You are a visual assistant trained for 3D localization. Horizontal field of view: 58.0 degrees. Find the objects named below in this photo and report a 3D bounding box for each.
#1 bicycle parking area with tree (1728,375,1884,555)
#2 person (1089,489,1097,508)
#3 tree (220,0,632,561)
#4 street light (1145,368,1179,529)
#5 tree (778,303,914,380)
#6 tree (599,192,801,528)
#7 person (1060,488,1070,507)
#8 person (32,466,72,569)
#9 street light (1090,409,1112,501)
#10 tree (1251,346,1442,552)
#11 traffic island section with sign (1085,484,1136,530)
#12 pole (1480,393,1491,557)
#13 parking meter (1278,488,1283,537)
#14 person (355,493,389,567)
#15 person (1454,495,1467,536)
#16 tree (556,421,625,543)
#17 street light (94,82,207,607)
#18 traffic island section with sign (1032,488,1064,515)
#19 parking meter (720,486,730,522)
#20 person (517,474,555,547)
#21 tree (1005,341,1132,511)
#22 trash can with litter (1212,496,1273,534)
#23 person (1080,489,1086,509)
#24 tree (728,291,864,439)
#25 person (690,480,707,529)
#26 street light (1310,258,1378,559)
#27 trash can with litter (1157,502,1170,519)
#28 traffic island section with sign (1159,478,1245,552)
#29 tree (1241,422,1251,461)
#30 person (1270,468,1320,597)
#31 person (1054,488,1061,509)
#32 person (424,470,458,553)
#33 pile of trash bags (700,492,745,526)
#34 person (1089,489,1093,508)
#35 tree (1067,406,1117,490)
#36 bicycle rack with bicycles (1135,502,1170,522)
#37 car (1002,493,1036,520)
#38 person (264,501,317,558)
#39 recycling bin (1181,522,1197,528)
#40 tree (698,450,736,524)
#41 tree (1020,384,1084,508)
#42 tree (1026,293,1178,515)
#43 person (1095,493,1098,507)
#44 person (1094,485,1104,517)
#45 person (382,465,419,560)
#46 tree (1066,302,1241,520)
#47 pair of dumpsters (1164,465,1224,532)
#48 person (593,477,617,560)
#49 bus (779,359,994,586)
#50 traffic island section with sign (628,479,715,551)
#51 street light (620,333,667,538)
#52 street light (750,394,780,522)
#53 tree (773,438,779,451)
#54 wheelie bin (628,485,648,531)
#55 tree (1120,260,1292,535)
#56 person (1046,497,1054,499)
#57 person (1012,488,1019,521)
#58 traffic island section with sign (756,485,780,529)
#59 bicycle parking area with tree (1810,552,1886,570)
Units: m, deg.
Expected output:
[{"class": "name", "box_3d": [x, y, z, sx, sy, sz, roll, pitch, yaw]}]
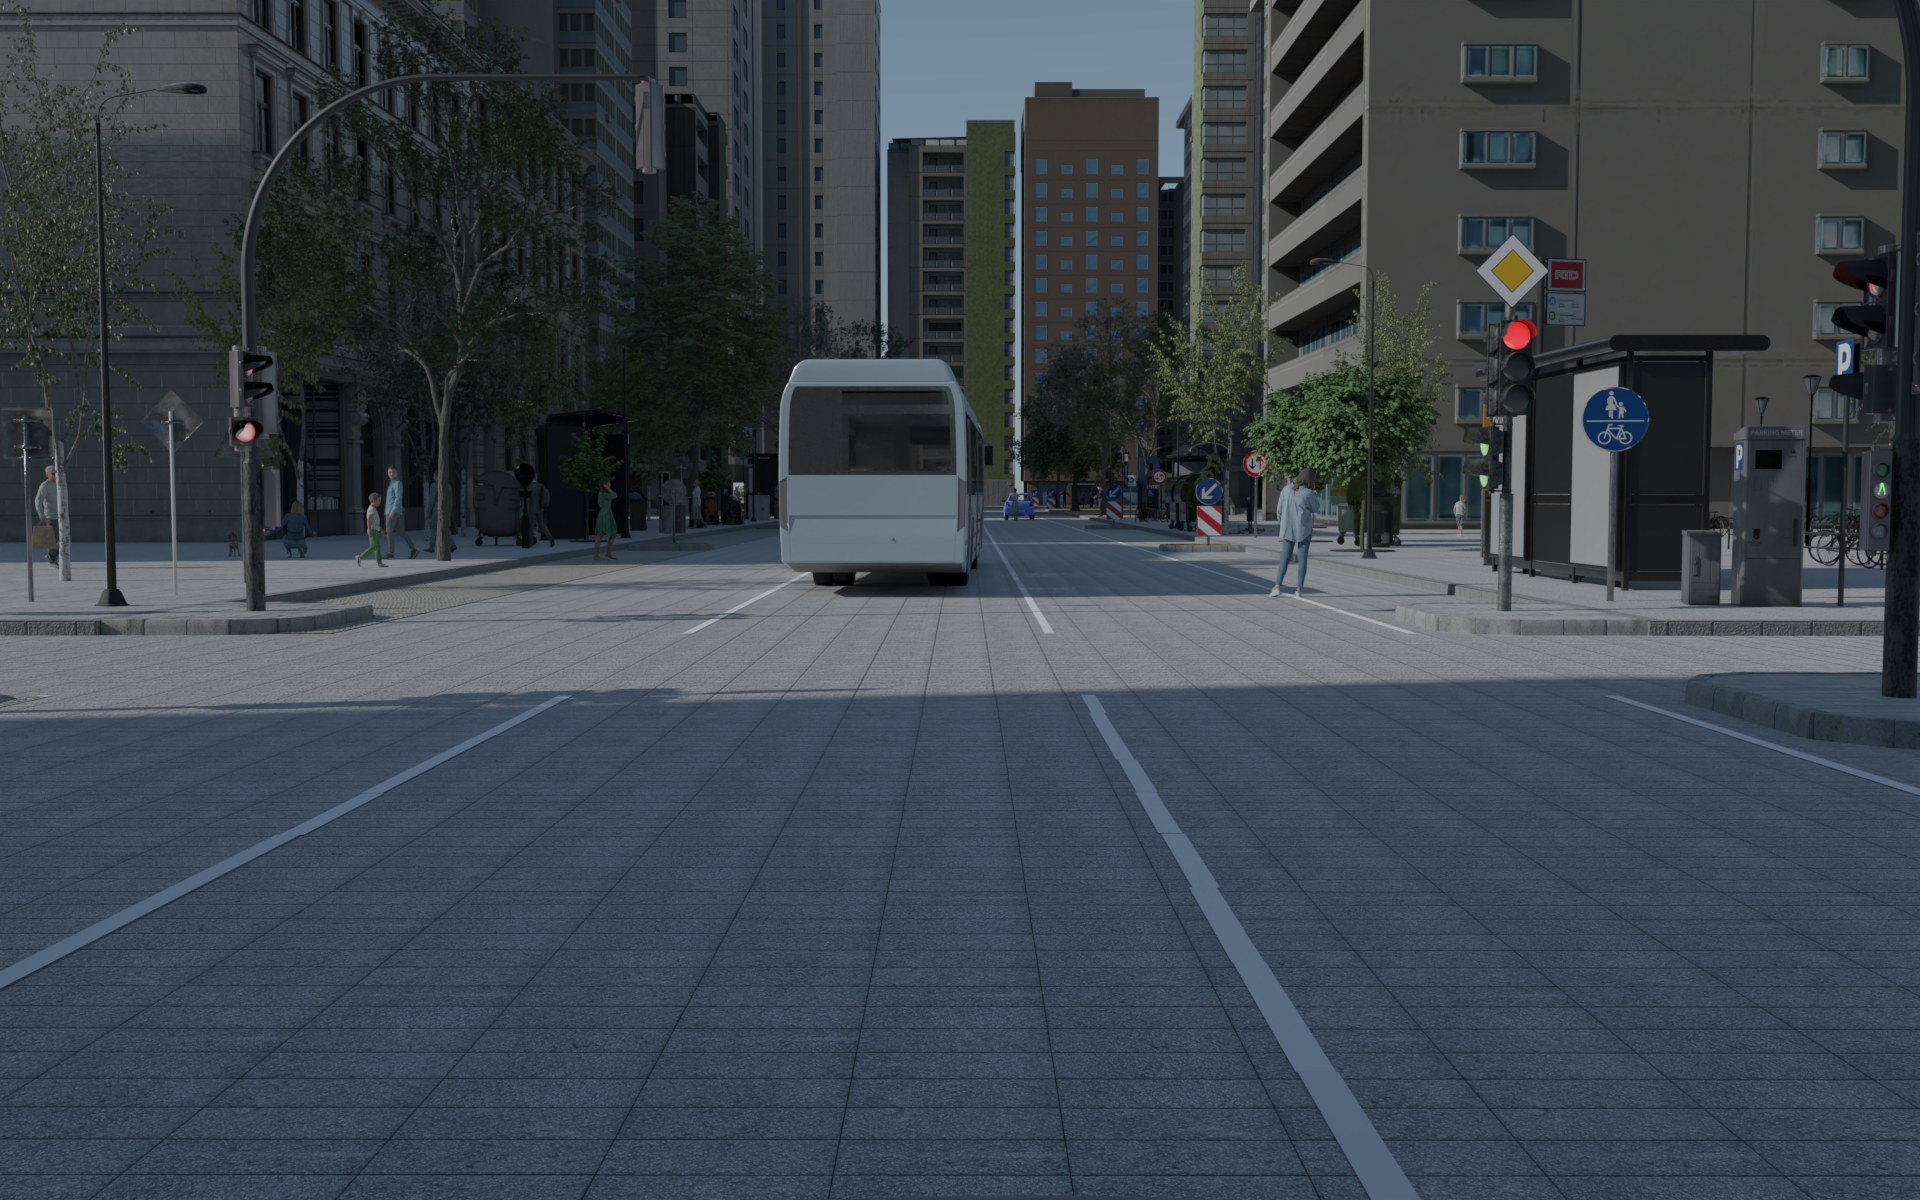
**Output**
[{"class": "bicycle parking area with tree", "box_3d": [18.690, -3.461, 43.596, 9.016, 4.147, 8.231, -2, 4, -35]}, {"class": "person", "box_3d": [12.554, -9.675, 164.166, 0.705, 1.831, 1.348, -2, 4, -25]}, {"class": "tree", "box_3d": [-9.960, -6.001, 32.534, 8.767, 10.594, 7.601, 0, 4, 7]}, {"class": "street light", "box_3d": [7.546, -5.603, 64.152, 1.470, 5.913, 1.316, 0, 4, 0]}, {"class": "tree", "box_3d": [-11.338, -19.320, 171.765, 12.611, 20.169, 13.585, 0, 3, 0]}, {"class": "tree", "box_3d": [-9.697, -9.022, 65.640, 7.486, 12.596, 7.792, 0, 3, 0]}, {"class": "person", "box_3d": [9.983, -9.759, 165.633, 1.348, 1.821, 0.705, 2, 4, 30]}, {"class": "person", "box_3d": [-15.611, -1.416, 29.678, 0.515, 1.767, 0.782, 0, 4, 7]}, {"class": "street light", "box_3d": [7.644, -7.430, 94.022, 1.470, 5.913, 1.316, 0, 4, 0]}, {"class": "tree", "box_3d": [8.997, -3.356, 38.582, 4.285, 4.588, 4.351, 0, 3, 0]}, {"class": "traffic island section with sign", "box_3d": [6.117, -3.800, 70.762, 1.989, 1.847, 2.006, 0, 4, 0]}, {"class": "pole", "box_3d": [10.654, -2.520, 35.051, 0.158, 3.312, 0.155, 0, 3, 0]}, {"class": "parking meter", "box_3d": [9.707, -2.649, 51.722, 0.372, 1.533, 0.369, 0, 3, 0]}, {"class": "person", "box_3d": [-10.268, -1.218, 30.211, 0.590, 1.304, 0.306, -3, 4, -36]}, {"class": "person", "box_3d": [15.207, -2.565, 52.667, 0.352, 1.250, 0.332, -2, 4, -26]}, {"class": "tree", "box_3d": [-10.029, -3.160, 46.269, 1.663, 3.219, 1.824, 0, 3, 0]}, {"class": "street light", "box_3d": [-9.191, -2.884, 19.695, 1.470, 5.913, 1.316, 0, 4, 0]}, {"class": "traffic island section with sign", "box_3d": [6.239, -6.890, 121.277, 1.989, 1.847, 2.006, 0, 4, 0]}, {"class": "parking meter", "box_3d": [-10.593, -4.432, 78.167, 0.399, 1.863, 0.255, -2, 4, -24]}, {"class": "person", "box_3d": [-10.218, -2.184, 41.713, 0.822, 1.834, 0.622, 2, 4, 26]}, {"class": "tree", "box_3d": [8.618, -13.042, 130.242, 9.611, 12.733, 9.660, 0, 3, 0]}, {"class": "trash can with litter", "box_3d": [8.785, -2.734, 55.752, 2.233, 1.210, 1.678, -1, 4, -14]}, {"class": "person", "box_3d": [10.891, -9.007, 154.020, 0.721, 1.743, 1.217, 1, 4, 18]}, {"class": "tree", "box_3d": [-10.068, -11.867, 104.401, 12.009, 13.543, 11.850, 0, 3, 0]}, {"class": "person", "box_3d": [-9.640, -3.522, 63.857, 0.641, 1.798, 0.478, 0, 4, 6]}, {"class": "street light", "box_3d": [7.597, -3.776, 34.271, 1.470, 5.913, 1.316, 0, 4, 0]}, {"class": "trash can with litter", "box_3d": [10.423, -4.664, 87.640, 1.055, 1.170, 0.624, 2, 4, 33]}, {"class": "traffic island section with sign", "box_3d": [6.056, -2.138, 43.591, 1.989, 1.847, 2.006, 0, 4, 0]}, {"class": "tree", "box_3d": [9.276, -3.839, 46.477, 4.285, 4.588, 4.351, 0, 3, 0]}, {"class": "person", "box_3d": [4.643, -0.934, 24.040, 0.793, 1.790, 0.793, 0, 4, -5]}, {"class": "person", "box_3d": [8.470, -8.968, 152.606, 0.705, 1.831, 1.348, 3, 4, 38]}, {"class": "person", "box_3d": [-11.403, -1.944, 37.937, 0.767, 1.812, 0.694, 2, 4, 28]}, {"class": "pile of trash bags", "box_3d": [-9.994, -3.788, 71.683, 1.912, 1.369, 3.447, 0, 4, 3]}, {"class": "person", "box_3d": [12.092, -9.313, 159.102, 0.721, 1.735, 1.217, 0, 4, -5]}, {"class": "tree", "box_3d": [9.171, -10.027, 114.310, 4.737, 8.622, 4.395, 0, 3, 0]}, {"class": "bicycle rack with bicycles", "box_3d": [9.124, -4.064, 79.821, 2.852, 0.926, 2.925, 3, 5, 41]}, {"class": "car", "box_3d": [3.308, -5.354, 97.123, 1.945, 1.707, 3.694, 0, 4, 0]}, {"class": "person", "box_3d": [-13.487, -1.428, 34.893, 1.012, 1.151, 0.738, -1, 4, -21]}, {"class": "recycling bin", "box_3d": [8.932, -3.277, 66.126, 0.722, 1.027, 0.722, 3, 5, 45]}, {"class": "tree", "box_3d": [-10.834, -4.954, 75.594, 1.663, 3.219, 1.824, 0, 3, 0]}, {"class": "tree", "box_3d": [9.339, -14.642, 157.517, 7.486, 12.596, 7.792, 0, 3, 0]}, {"class": "tree", "box_3d": [8.891, -11.958, 105.884, 12.009, 13.543, 11.850, 0, 3, 0]}, {"class": "person", "box_3d": [13.249, -9.728, 168.323, 0.991, 1.433, 0.599, -3, 5, -41]}, {"class": "person", "box_3d": [7.808, -5.561, 97.413, 0.568, 1.767, 0.683, 0, 4, -6]}, {"class": "person", "box_3d": [-10.994, -1.711, 33.888, 0.748, 1.841, 0.638, -1, 4, -12]}, {"class": "tree", "box_3d": [9.130, -9.182, 84.539, 8.767, 10.594, 7.601, -2, 4, -27]}, {"class": "pair of dumpsters", "box_3d": [8.201, -3.559, 60.679, 1.574, 2.255, 4.437, 0, 3, 0]}, {"class": "person", "box_3d": [-7.679, -1.754, 37.420, 0.529, 1.795, 0.600, -1, 4, -17]}, {"class": "bus", "box_3d": [-0.971, -2.165, 30.255, 2.948, 3.499, 13.247, 0, 4, 2]}, {"class": "traffic island section with sign", "box_3d": [-7.356, -2.189, 44.416, 1.989, 1.847, 2.006, 0, 4, 0]}, {"class": "street light", "box_3d": [-9.162, -4.745, 50.129, 1.470, 5.913, 1.316, 0, 4, 0]}, {"class": "street light", "box_3d": [-9.043, -6.587, 80.236, 1.470, 5.913, 1.316, 0, 4, 0]}, {"class": "tree", "box_3d": [-10.354, -11.862, 128.349, 7.601, 10.594, 8.767, -3, 5, -42]}, {"class": "wheelie bin", "box_3d": [-11.293, -3.226, 60.657, 0.693, 1.594, 0.980, -1, 4, -17]}, {"class": "tree", "box_3d": [8.106, -6.341, 54.033, 4.737, 8.622, 4.395, 0, 3, 0]}, {"class": "person", "box_3d": [9.025, -10.062, 172.980, 0.705, 1.831, 1.348, 3, 4, 36]}, {"class": "person", "box_3d": [2.950, -5.189, 93.915, 0.480, 1.755, 0.524, -3, 5, -44]}, {"class": "traffic island section with sign", "box_3d": [-7.308, -3.838, 71.371, 1.989, 1.847, 2.006, 0, 4, 0]}, {"class": "bicycle parking area with tree", "box_3d": [19.267, -2.595, 29.432, 8.231, 4.147, 9.016, -1, 4, -9]}]
